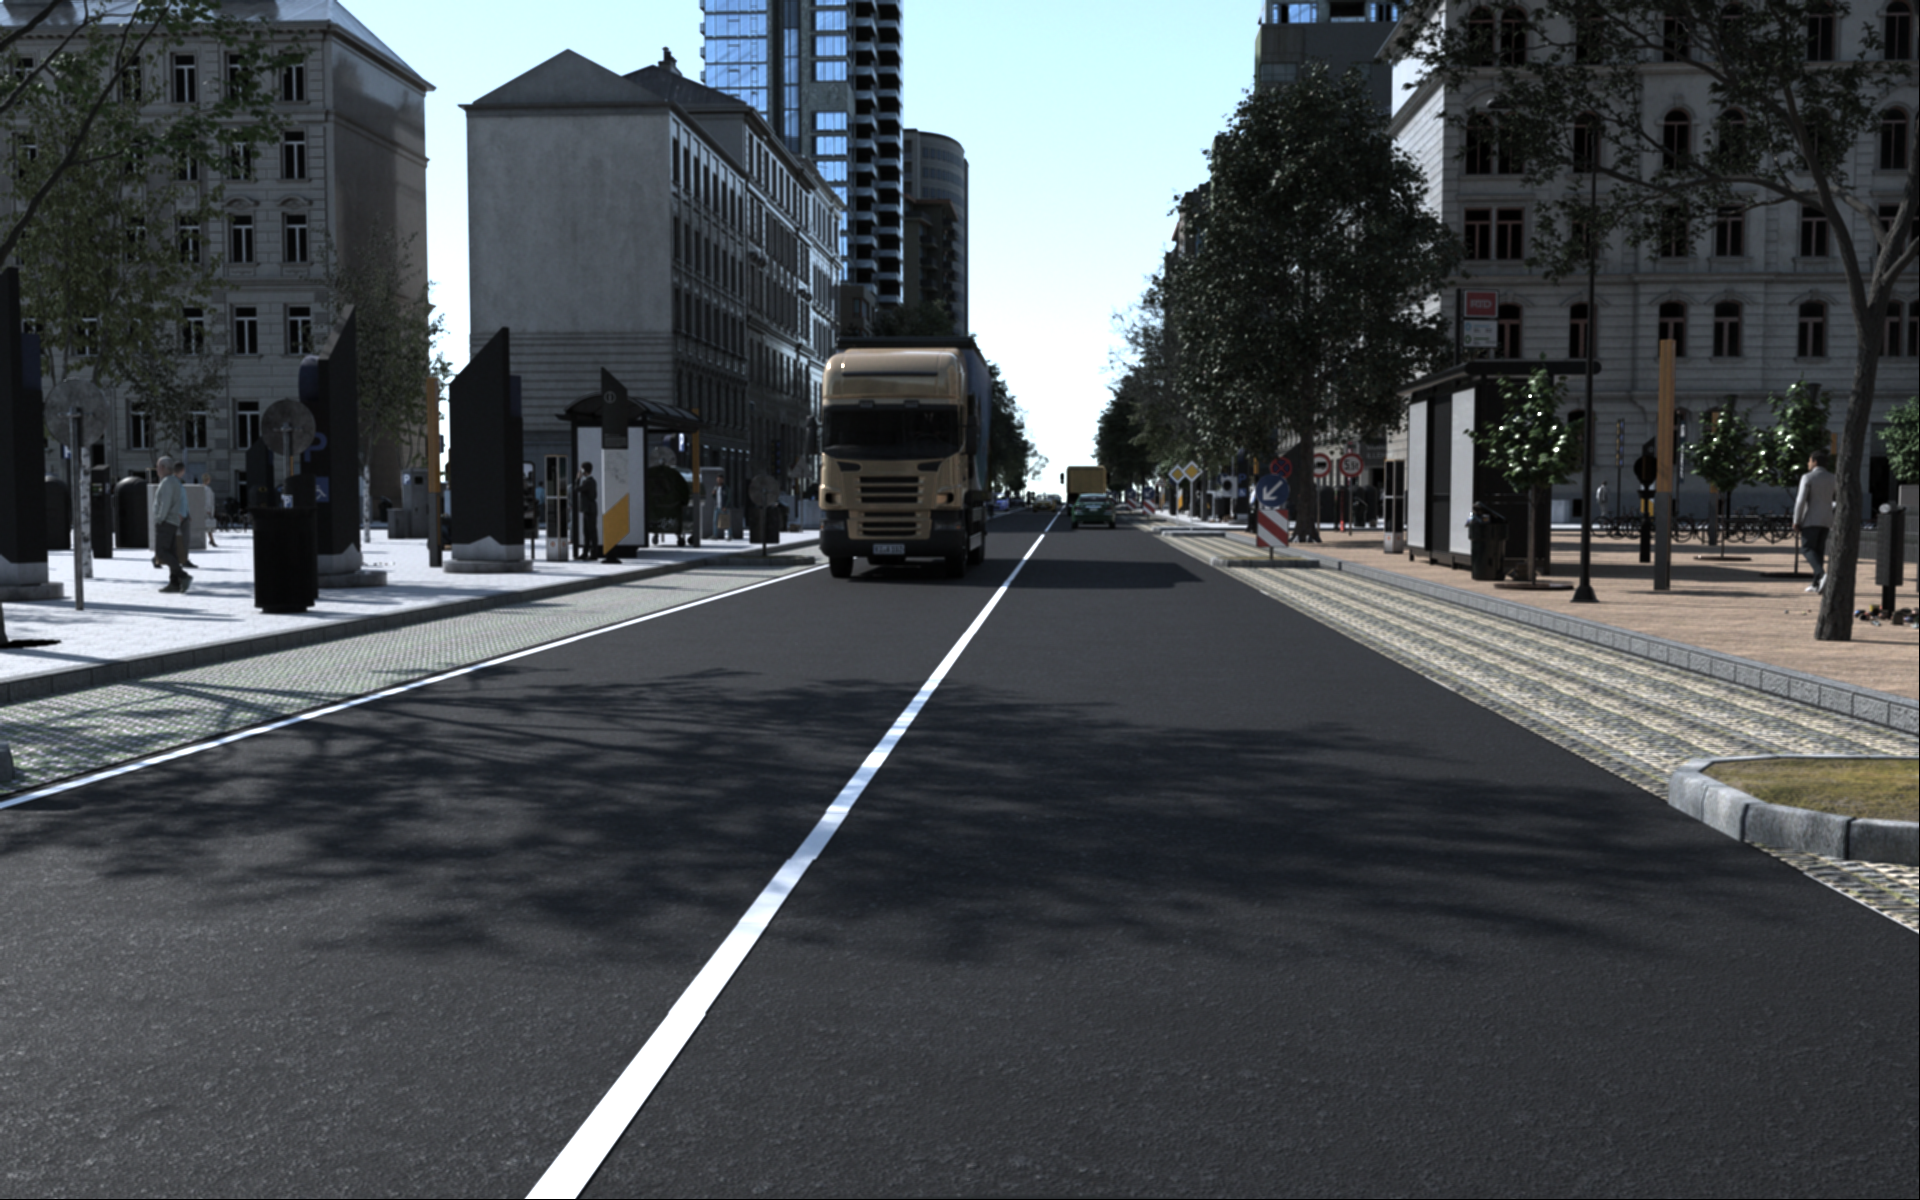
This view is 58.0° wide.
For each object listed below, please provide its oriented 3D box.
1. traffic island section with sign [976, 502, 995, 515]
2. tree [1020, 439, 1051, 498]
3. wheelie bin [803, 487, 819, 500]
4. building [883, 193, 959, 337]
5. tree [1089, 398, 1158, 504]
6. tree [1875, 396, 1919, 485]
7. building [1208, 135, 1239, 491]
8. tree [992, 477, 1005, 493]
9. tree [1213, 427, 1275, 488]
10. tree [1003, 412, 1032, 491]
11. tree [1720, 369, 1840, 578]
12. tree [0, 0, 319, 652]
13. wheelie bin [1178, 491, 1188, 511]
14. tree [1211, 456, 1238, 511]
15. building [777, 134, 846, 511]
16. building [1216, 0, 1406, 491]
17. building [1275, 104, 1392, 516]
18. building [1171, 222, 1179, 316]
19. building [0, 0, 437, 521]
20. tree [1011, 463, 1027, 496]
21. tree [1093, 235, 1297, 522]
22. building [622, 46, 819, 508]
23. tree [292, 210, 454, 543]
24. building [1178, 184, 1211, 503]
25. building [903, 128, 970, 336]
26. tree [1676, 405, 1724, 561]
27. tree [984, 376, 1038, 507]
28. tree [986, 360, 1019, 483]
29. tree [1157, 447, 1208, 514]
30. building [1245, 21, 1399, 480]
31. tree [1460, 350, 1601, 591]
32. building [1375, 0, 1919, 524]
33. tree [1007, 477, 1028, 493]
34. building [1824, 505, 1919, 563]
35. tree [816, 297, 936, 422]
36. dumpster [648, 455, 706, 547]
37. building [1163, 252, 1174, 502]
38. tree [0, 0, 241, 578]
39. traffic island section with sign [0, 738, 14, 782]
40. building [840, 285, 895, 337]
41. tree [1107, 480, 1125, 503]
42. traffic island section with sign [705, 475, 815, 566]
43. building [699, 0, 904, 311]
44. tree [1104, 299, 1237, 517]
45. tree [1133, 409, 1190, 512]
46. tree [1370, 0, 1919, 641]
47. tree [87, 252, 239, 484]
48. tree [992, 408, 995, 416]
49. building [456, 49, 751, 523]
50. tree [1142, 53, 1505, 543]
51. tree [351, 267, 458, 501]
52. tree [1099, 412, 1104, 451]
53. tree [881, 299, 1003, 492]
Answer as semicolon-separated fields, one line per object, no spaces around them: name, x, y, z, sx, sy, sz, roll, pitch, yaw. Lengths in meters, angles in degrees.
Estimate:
traffic island section with sign;1.379;-6.658;117.488;1.989;1.847;2.006;0;4;4
tree;10.579;-21.614;287.800;8.767;10.594;7.601;-1;4;-16
wheelie bin;-6.140;-3.938;72.295;0.693;1.594;0.980;-2;4;-31
building;-11.686;-36.452;250.614;22.147;44.769;28.867;0;4;4
tree;22.602;-20.015;233.894;9.857;13.997;8.962;0;3;0
tree;28.954;-4.140;51.404;4.285;4.588;4.351;0;3;0
building;35.765;-31.582;199.963;14.154;41.232;14.086;0;4;4
tree;4.481;-12.598;200.581;1.663;3.219;1.824;0;3;0
tree;20.235;-10.576;123.282;4.737;8.622;4.395;0;3;0
tree;4.422;-18.011;212.603;7.486;12.596;7.792;0;3;0
tree;13.085;-1.967;26.768;1.663;3.219;1.824;0;3;0
tree;-8.346;-5.414;14.268;9.928;11.665;9.643;0;3;0
wheelie bin;16.807;-7.508;130.662;0.693;1.594;0.980;2;4;26
tree;20.783;-11.114;132.083;4.360;8.622;3.978;0;3;0
building;-16.424;-21.069;130.377;13.634;28.700;20.117;0;4;4
building;38.822;-52.777;175.571;22.319;86.520;31.000;0;4;4
building;32.379;-20.925;118.534;17.030;29.872;44.131;0;4;4
building;44.232;-37.686;270.783;22.147;44.769;28.867;0;4;4
building;-40.148;-17.619;85.331;25.104;27.353;12.463;0;4;4
tree;7.900;-19.012;261.203;4.360;8.622;3.978;0;3;0
tree;11.320;-10.398;80.373;12.009;13.543;11.850;0;3;0
building;-16.664;-18.994;107.819;12.463;27.353;25.104;0;4;4
tree;-15.639;-5.833;45.738;4.360;8.622;3.978;0;3;0
building;38.692;-36.627;248.959;14.600;45.320;14.200;0;4;4
building;-9.898;-45.054;278.625;21.231;58.520;28.212;0;4;4
tree;14.941;-2.381;33.528;1.663;3.219;1.824;0;3;0
tree;2.759;-16.196;175.167;12.009;13.543;11.850;0;3;0
tree;0.433;-14.996;151.833;9.857;13.997;8.962;0;3;0
tree;14.400;-7.828;111.697;4.285;4.588;4.351;0;3;0
building;32.935;-28.783;154.200;14.154;41.232;14.086;0;4;4
tree;7.811;-1.754;23.288;1.663;3.219;1.824;0;3;0
building;32.421;-17.951;80.886;23.554;28.519;14.401;0;4;4
tree;8.123;-16.530;253.974;4.285;4.588;4.351;0;3;0
building;26.881;-29.400;22.683;21.231;58.520;28.212;0;4;4
tree;-3.117;-8.989;81.389;7.601;10.594;8.767;-2;4;-26
dumpster;-7.219;-2.464;42.788;1.502;2.255;1.985;0;4;4
building;41.308;-37.253;292.674;14.154;41.232;14.086;0;4;4
tree;-13.335;-4.653;26.431;4.737;8.622;4.395;0;3;0
traffic island section with sign;-5.751;0.025;8.219;1.989;1.847;2.006;0;4;4
building;-20.822;-19.202;158.993;27.650;21.520;28.899;0;4;4
tree;24.848;-17.993;277.905;4.285;4.588;4.351;0;3;0
traffic island section with sign;-3.995;-1.620;35.117;1.989;1.847;2.006;0;4;4
building;-16.450;-53.463;186.790;22.319;86.520;31.000;0;4;4
tree;13.115;-10.964;97.382;7.486;12.596;7.792;0;3;0
tree;14.993;-10.782;126.647;4.737;8.622;4.395;0;3;0
tree;7.694;-4.901;14.547;8.767;10.594;7.601;0;4;-8
tree;-24.803;-6.332;53.886;4.360;8.622;3.978;0;3;0
tree;-1.393;-12.113;123.801;9.928;11.665;9.643;0;3;0
building;-16.804;-14.480;85.895;9.793;20.994;18.267;0;4;4
tree;9.217;-7.867;45.636;9.611;12.733;9.660;0;3;0
tree;-17.975;-6.442;55.683;4.737;8.622;4.395;0;3;0
tree;15.918;-14.435;154.131;7.486;12.596;7.792;0;3;0
tree;-1.880;-11.161;100.608;7.486;12.596;7.792;0;3;0
